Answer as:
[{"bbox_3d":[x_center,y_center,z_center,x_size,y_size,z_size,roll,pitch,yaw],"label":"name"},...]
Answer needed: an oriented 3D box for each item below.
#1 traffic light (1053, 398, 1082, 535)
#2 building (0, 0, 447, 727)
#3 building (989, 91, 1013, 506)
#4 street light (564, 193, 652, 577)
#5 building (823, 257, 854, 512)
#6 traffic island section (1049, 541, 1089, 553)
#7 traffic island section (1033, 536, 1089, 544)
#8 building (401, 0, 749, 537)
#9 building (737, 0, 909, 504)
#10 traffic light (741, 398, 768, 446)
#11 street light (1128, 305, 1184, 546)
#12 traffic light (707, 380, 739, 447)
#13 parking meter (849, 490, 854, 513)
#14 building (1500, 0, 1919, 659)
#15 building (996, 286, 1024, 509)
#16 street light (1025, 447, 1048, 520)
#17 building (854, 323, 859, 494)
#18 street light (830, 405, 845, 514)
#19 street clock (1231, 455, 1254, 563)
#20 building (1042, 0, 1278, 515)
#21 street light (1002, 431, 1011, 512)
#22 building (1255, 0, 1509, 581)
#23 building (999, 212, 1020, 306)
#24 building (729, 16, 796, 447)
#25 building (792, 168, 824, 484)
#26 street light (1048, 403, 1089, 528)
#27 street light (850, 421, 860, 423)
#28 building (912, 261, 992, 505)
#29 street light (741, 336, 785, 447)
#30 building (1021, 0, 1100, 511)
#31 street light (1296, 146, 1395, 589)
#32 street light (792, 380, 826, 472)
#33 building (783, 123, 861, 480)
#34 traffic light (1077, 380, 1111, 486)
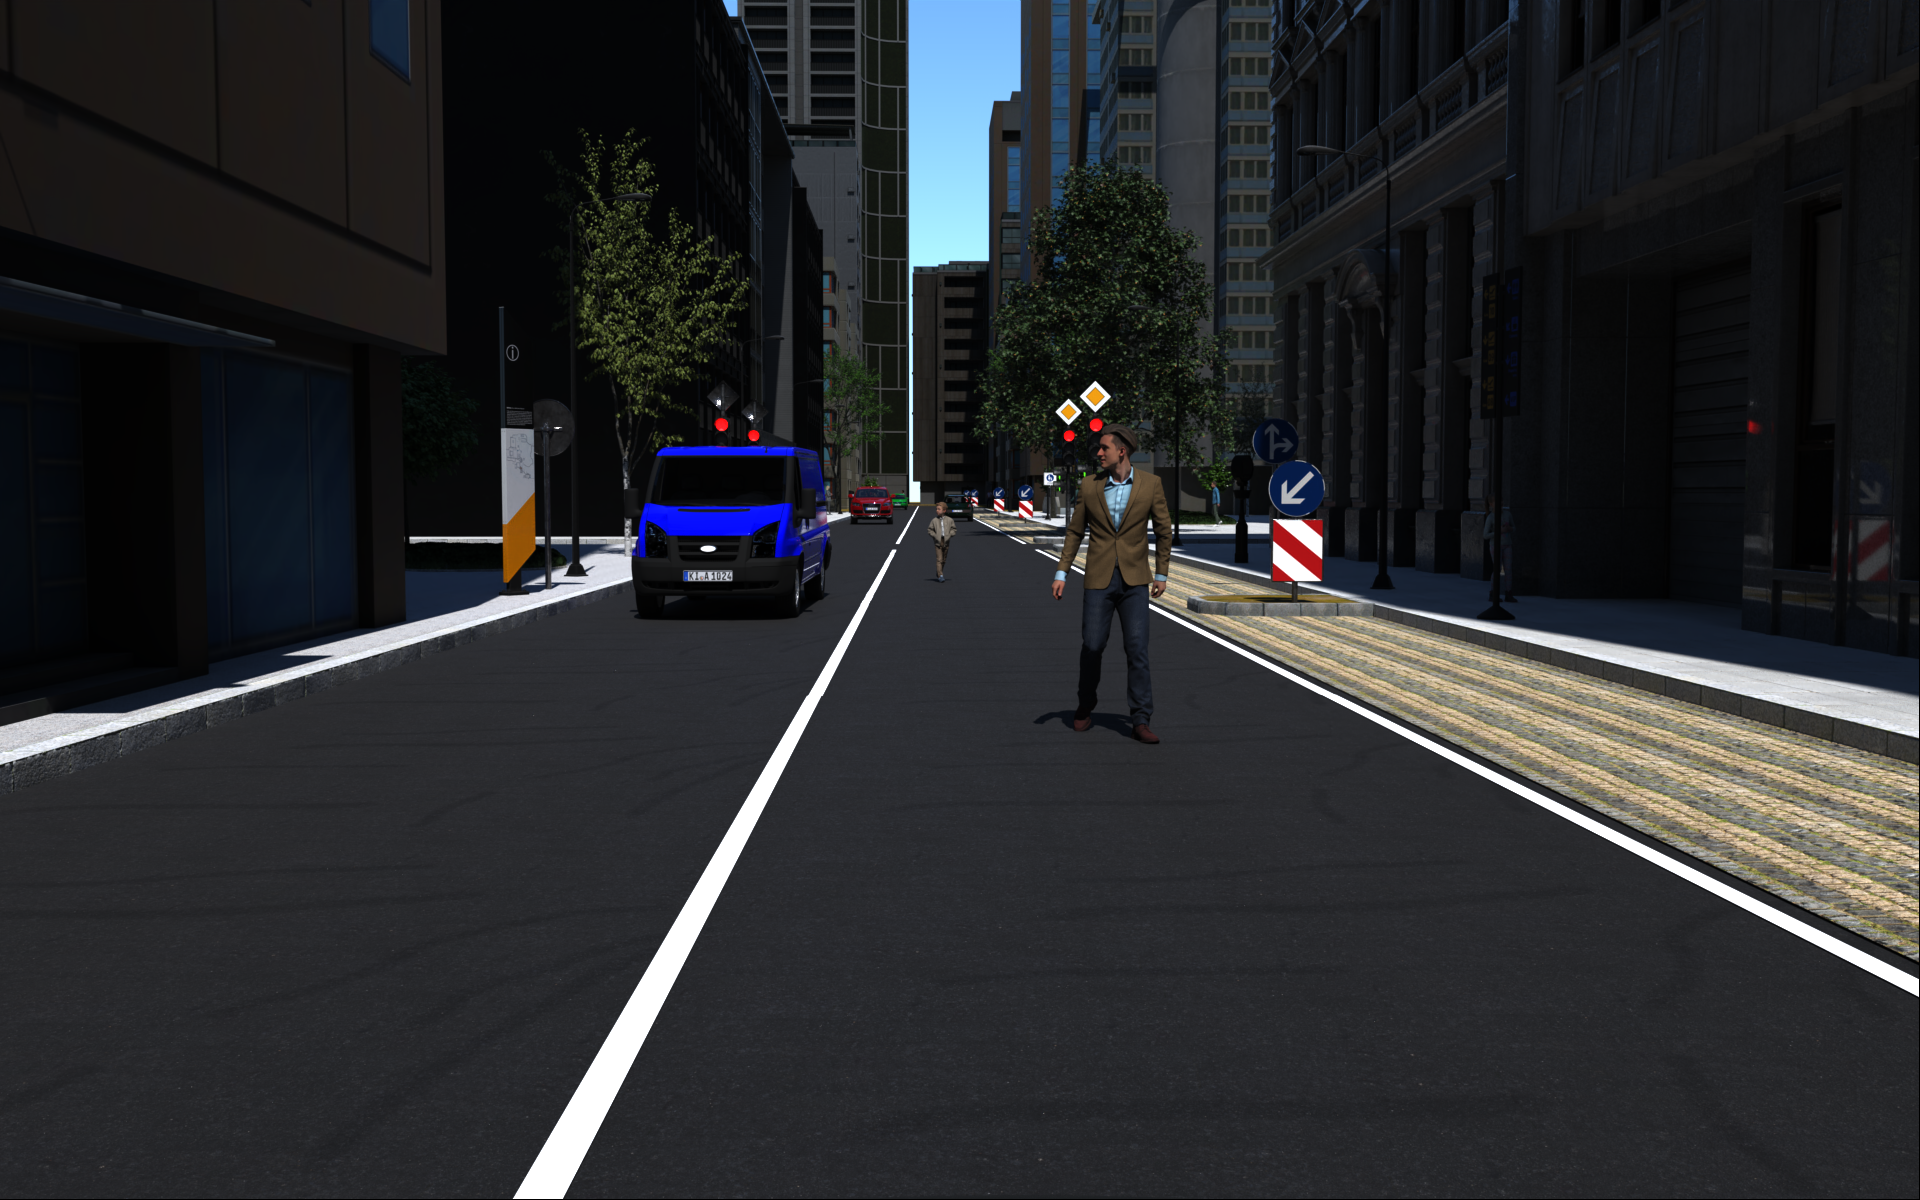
[{"bbox_3d":[3.168,-3.796,50.988,0.839,4.253,0.868,0,4,-1],"label":"traffic light"},{"bbox_3d":[-12.015,-21.970,9.314,14.600,45.320,14.200,0,4,-1],"label":"building"},{"bbox_3d":[10.385,-33.255,193.823,14.600,45.320,14.200,0,4,-1],"label":"building"},{"bbox_3d":[-5.457,-3.324,26.889,1.470,5.913,1.316,0,4,-1],"label":"street light"},{"bbox_3d":[-23.282,-18.074,140.553,27.650,21.520,28.899,0,4,-1],"label":"building"},{"bbox_3d":[3.370,-1.275,43.120,2.009,0.180,2.903,0,4,-1],"label":"traffic island section"},{"bbox_3d":[3.209,-1.763,51.103,2.009,0.180,2.903,0,4,-1],"label":"traffic island section"},{"bbox_3d":[-14.156,-14.037,59.188,12.332,23.373,15.834,0,4,-1],"label":"building"},{"bbox_3d":[-16.824,-47.780,219.460,20.611,71.187,20.563,0,4,-1],"label":"building"},{"bbox_3d":[-5.991,-3.784,50.788,0.839,4.253,0.868,0,4,-1],"label":"traffic light"},{"bbox_3d":[4.833,-4.298,42.806,1.470,5.913,1.316,0,4,-1],"label":"street light"},{"bbox_3d":[-5.830,-3.296,42.805,0.839,4.253,0.868,0,4,-1],"label":"traffic light"},{"bbox_3d":[-7.407,-6.719,118.270,0.372,1.533,0.369,0,3,0],"label":"parking meter"},{"bbox_3d":[13.093,-11.841,11.627,12.078,24.808,19.932,0,4,-1],"label":"building"},{"bbox_3d":[17.721,-19.161,158.316,27.650,21.520,28.899,0,4,-1],"label":"building"},{"bbox_3d":[3.853,-6.964,86.403,1.470,5.913,1.316,0,4,-1],"label":"street light"},{"bbox_3d":[-24.269,-19.838,169.384,27.650,21.520,28.899,0,4,-1],"label":"building"},{"bbox_3d":[-6.667,-7.182,89.965,1.470,5.913,1.316,0,4,-1],"label":"street light"},{"bbox_3d":[5.244,-1.690,32.209,0.358,2.002,0.471,3,4,38],"label":"street clock"},{"bbox_3d":[22.054,-25.827,114.150,32.217,40.220,23.993,0,4,-1],"label":"building"},{"bbox_3d":[3.507,-8.159,105.934,1.470,5.913,1.316,0,4,-1],"label":"street light"},{"bbox_3d":[12.358,-12.396,31.557,11.050,23.489,19.941,0,4,-1],"label":"building"},{"bbox_3d":[11.005,-24.934,179.375,14.160,30.474,14.107,0,4,-1],"label":"building"},{"bbox_3d":[-16.072,-16.131,82.804,14.314,24.678,30.058,0,4,-1],"label":"building"},{"bbox_3d":[-14.963,-16.887,105.774,12.332,23.373,15.834,0,4,-1],"label":"building"},{"bbox_3d":[4.253,-5.717,66.016,1.470,5.913,1.316,0,4,-1],"label":"street light"},{"bbox_3d":[-7.107,-8.443,110.579,1.470,5.913,1.316,0,4,-1],"label":"street light"},{"bbox_3d":[0.950,-27.276,217.655,14.107,30.474,14.160,0,4,-1],"label":"building"},{"bbox_3d":[-5.843,-4.793,50.906,1.470,5.913,1.316,0,4,-1],"label":"street light"},{"bbox_3d":[12.005,-29.689,135.523,14.600,45.320,14.200,0,4,-1],"label":"building"},{"bbox_3d":[5.184,-3.103,23.275,1.470,5.913,1.316,0,4,-1],"label":"street light"},{"bbox_3d":[-6.231,-5.987,70.436,1.470,5.913,1.316,0,4,-1],"label":"street light"},{"bbox_3d":[-18.143,-31.210,193.877,14.086,41.232,14.154,0,4,-1],"label":"building"},{"bbox_3d":[3.329,-3.308,43.005,0.839,4.253,0.868,0,4,-1],"label":"traffic light"}]
